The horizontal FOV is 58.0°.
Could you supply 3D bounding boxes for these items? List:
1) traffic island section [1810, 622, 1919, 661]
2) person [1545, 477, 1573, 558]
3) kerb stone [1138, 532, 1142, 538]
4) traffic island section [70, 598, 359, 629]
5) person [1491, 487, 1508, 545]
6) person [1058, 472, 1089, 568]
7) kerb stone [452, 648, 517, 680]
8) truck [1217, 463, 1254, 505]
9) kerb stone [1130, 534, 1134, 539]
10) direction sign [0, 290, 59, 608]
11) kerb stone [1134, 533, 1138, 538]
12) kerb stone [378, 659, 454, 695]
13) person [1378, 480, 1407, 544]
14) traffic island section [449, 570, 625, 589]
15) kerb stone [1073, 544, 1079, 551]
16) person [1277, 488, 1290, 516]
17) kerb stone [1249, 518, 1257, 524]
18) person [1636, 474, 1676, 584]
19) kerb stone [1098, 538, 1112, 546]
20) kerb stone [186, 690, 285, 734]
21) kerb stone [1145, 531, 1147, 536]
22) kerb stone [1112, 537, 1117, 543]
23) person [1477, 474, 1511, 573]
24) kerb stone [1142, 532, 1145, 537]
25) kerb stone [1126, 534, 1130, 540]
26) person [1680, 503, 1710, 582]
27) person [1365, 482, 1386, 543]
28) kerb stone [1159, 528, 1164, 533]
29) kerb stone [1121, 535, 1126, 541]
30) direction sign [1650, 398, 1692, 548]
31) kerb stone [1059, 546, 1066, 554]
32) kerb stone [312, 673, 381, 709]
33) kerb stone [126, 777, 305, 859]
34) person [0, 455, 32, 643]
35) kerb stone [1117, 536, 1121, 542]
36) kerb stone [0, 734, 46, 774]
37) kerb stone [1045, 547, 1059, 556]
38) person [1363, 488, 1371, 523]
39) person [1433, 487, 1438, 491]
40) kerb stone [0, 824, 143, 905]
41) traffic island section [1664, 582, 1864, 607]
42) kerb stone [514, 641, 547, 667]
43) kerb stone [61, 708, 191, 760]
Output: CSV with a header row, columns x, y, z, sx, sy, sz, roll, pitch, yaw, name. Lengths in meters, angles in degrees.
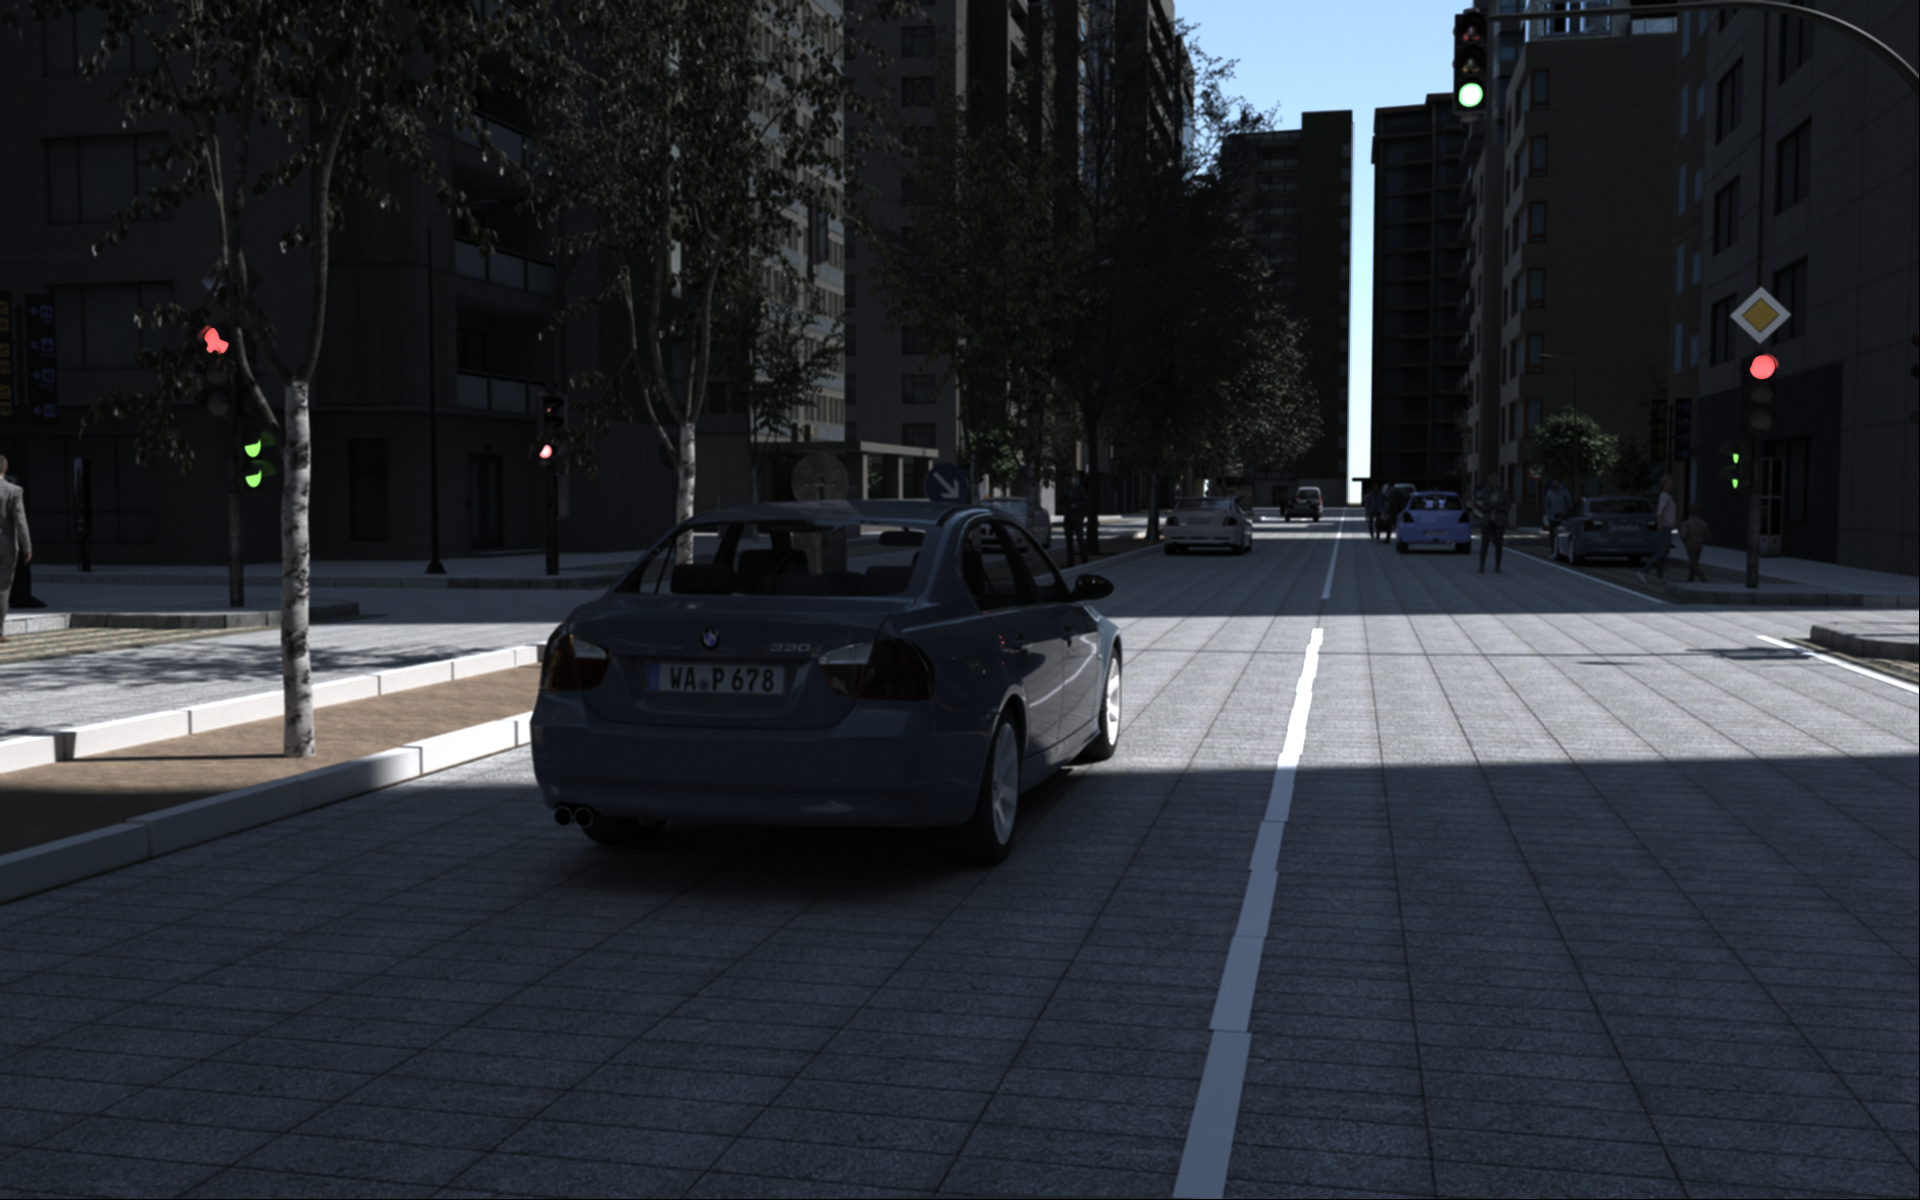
x,y,z,sx,sy,sz,roll,pitch,yaw,name
9.078,0.395,15.830,2.009,0.180,2.903,1,4,13,traffic island section
13.388,-1.842,38.639,0.660,1.820,0.620,2,4,32,person
5.709,-2.087,56.324,0.120,0.150,1.000,1,4,13,kerb stone
-8.234,0.158,19.700,2.009,0.180,2.903,1,4,13,traffic island section
14.909,-2.403,48.139,0.444,1.785,0.601,-3,4,-37,person
2.178,-1.525,33.233,0.655,1.846,0.447,2,4,33,person
-3.828,0.518,13.762,0.120,0.150,1.000,1,4,13,kerb stone
23.455,-9.713,147.715,2.839,4.237,11.283,1,4,14,truck
5.251,-1.957,54.320,0.120,0.150,1.000,1,4,13,kerb stone
-10.541,-1.681,19.486,0.379,3.537,0.876,2,4,26,direction sign
5.483,-2.026,55.315,0.120,0.150,1.000,1,4,13,kerb stone
-4.055,0.577,12.766,0.120,0.150,1.000,1,4,13,kerb stone
12.372,-2.502,49.378,0.822,1.834,0.622,2,4,31,person
-6.488,-0.319,27.493,2.009,0.180,2.903,1,4,13,traffic island section
2.779,-1.291,43.305,0.120,0.150,1.000,1,4,13,kerb stone
21.348,-6.477,114.413,0.705,1.823,1.348,-2,4,-30,person
14.702,-3.956,86.872,0.120,0.150,1.000,1,4,13,kerb stone
11.056,-1.119,27.463,0.598,1.740,0.731,1,4,12,person
4.130,-1.655,49.317,0.120,0.150,1.000,1,4,13,kerb stone
-4.507,0.699,10.772,0.120,0.150,1.000,1,4,13,kerb stone
6.155,-2.209,58.321,0.120,0.150,1.000,1,4,13,kerb stone
4.363,-1.720,50.312,0.120,0.150,1.000,1,4,13,kerb stone
9.719,-1.393,31.460,0.537,1.800,0.526,2,4,35,person
5.926,-2.147,57.324,0.120,0.150,1.000,1,4,13,kerb stone
5.030,-1.903,53.315,0.120,0.150,1.000,1,4,13,kerb stone
10.936,-0.798,25.818,0.475,1.303,0.640,-2,4,-24,person
12.241,-2.578,50.988,0.601,1.785,0.444,1,4,17,person
7.721,-2.638,65.327,0.120,0.150,1.000,1,4,13,kerb stone
4.807,-1.841,52.318,0.120,0.150,1.000,1,4,13,kerb stone
16.860,-3.006,41.149,0.876,3.537,0.379,2,4,28,direction sign
2.333,-1.168,41.296,0.120,0.150,1.000,1,4,13,kerb stone
-4.281,0.641,11.769,0.120,0.150,1.000,1,4,13,kerb stone
-3.120,0.911,7.302,0.120,0.150,1.000,1,4,13,kerb stone
-9.232,-0.485,16.548,0.709,1.813,0.853,-1,4,-14,person
4.580,-1.781,51.316,0.120,0.150,1.000,1,4,13,kerb stone
-4.955,0.821,8.772,0.120,0.150,1.000,1,4,13,kerb stone
2.107,-1.103,40.299,0.120,0.150,1.000,1,4,13,kerb stone
20.356,-4.711,86.369,0.563,1.720,0.643,2,4,34,person
23.417,-4.693,85.459,0.478,1.798,0.641,-3,4,-39,person
-3.347,0.983,6.307,0.120,0.150,1.000,1,4,13,kerb stone
10.824,-0.082,23.622,2.009,0.180,2.903,1,4,13,traffic island section
-3.607,0.455,14.760,0.120,0.150,1.000,1,4,13,kerb stone
-4.732,0.760,9.770,0.120,0.150,1.000,1,4,13,kerb stone
